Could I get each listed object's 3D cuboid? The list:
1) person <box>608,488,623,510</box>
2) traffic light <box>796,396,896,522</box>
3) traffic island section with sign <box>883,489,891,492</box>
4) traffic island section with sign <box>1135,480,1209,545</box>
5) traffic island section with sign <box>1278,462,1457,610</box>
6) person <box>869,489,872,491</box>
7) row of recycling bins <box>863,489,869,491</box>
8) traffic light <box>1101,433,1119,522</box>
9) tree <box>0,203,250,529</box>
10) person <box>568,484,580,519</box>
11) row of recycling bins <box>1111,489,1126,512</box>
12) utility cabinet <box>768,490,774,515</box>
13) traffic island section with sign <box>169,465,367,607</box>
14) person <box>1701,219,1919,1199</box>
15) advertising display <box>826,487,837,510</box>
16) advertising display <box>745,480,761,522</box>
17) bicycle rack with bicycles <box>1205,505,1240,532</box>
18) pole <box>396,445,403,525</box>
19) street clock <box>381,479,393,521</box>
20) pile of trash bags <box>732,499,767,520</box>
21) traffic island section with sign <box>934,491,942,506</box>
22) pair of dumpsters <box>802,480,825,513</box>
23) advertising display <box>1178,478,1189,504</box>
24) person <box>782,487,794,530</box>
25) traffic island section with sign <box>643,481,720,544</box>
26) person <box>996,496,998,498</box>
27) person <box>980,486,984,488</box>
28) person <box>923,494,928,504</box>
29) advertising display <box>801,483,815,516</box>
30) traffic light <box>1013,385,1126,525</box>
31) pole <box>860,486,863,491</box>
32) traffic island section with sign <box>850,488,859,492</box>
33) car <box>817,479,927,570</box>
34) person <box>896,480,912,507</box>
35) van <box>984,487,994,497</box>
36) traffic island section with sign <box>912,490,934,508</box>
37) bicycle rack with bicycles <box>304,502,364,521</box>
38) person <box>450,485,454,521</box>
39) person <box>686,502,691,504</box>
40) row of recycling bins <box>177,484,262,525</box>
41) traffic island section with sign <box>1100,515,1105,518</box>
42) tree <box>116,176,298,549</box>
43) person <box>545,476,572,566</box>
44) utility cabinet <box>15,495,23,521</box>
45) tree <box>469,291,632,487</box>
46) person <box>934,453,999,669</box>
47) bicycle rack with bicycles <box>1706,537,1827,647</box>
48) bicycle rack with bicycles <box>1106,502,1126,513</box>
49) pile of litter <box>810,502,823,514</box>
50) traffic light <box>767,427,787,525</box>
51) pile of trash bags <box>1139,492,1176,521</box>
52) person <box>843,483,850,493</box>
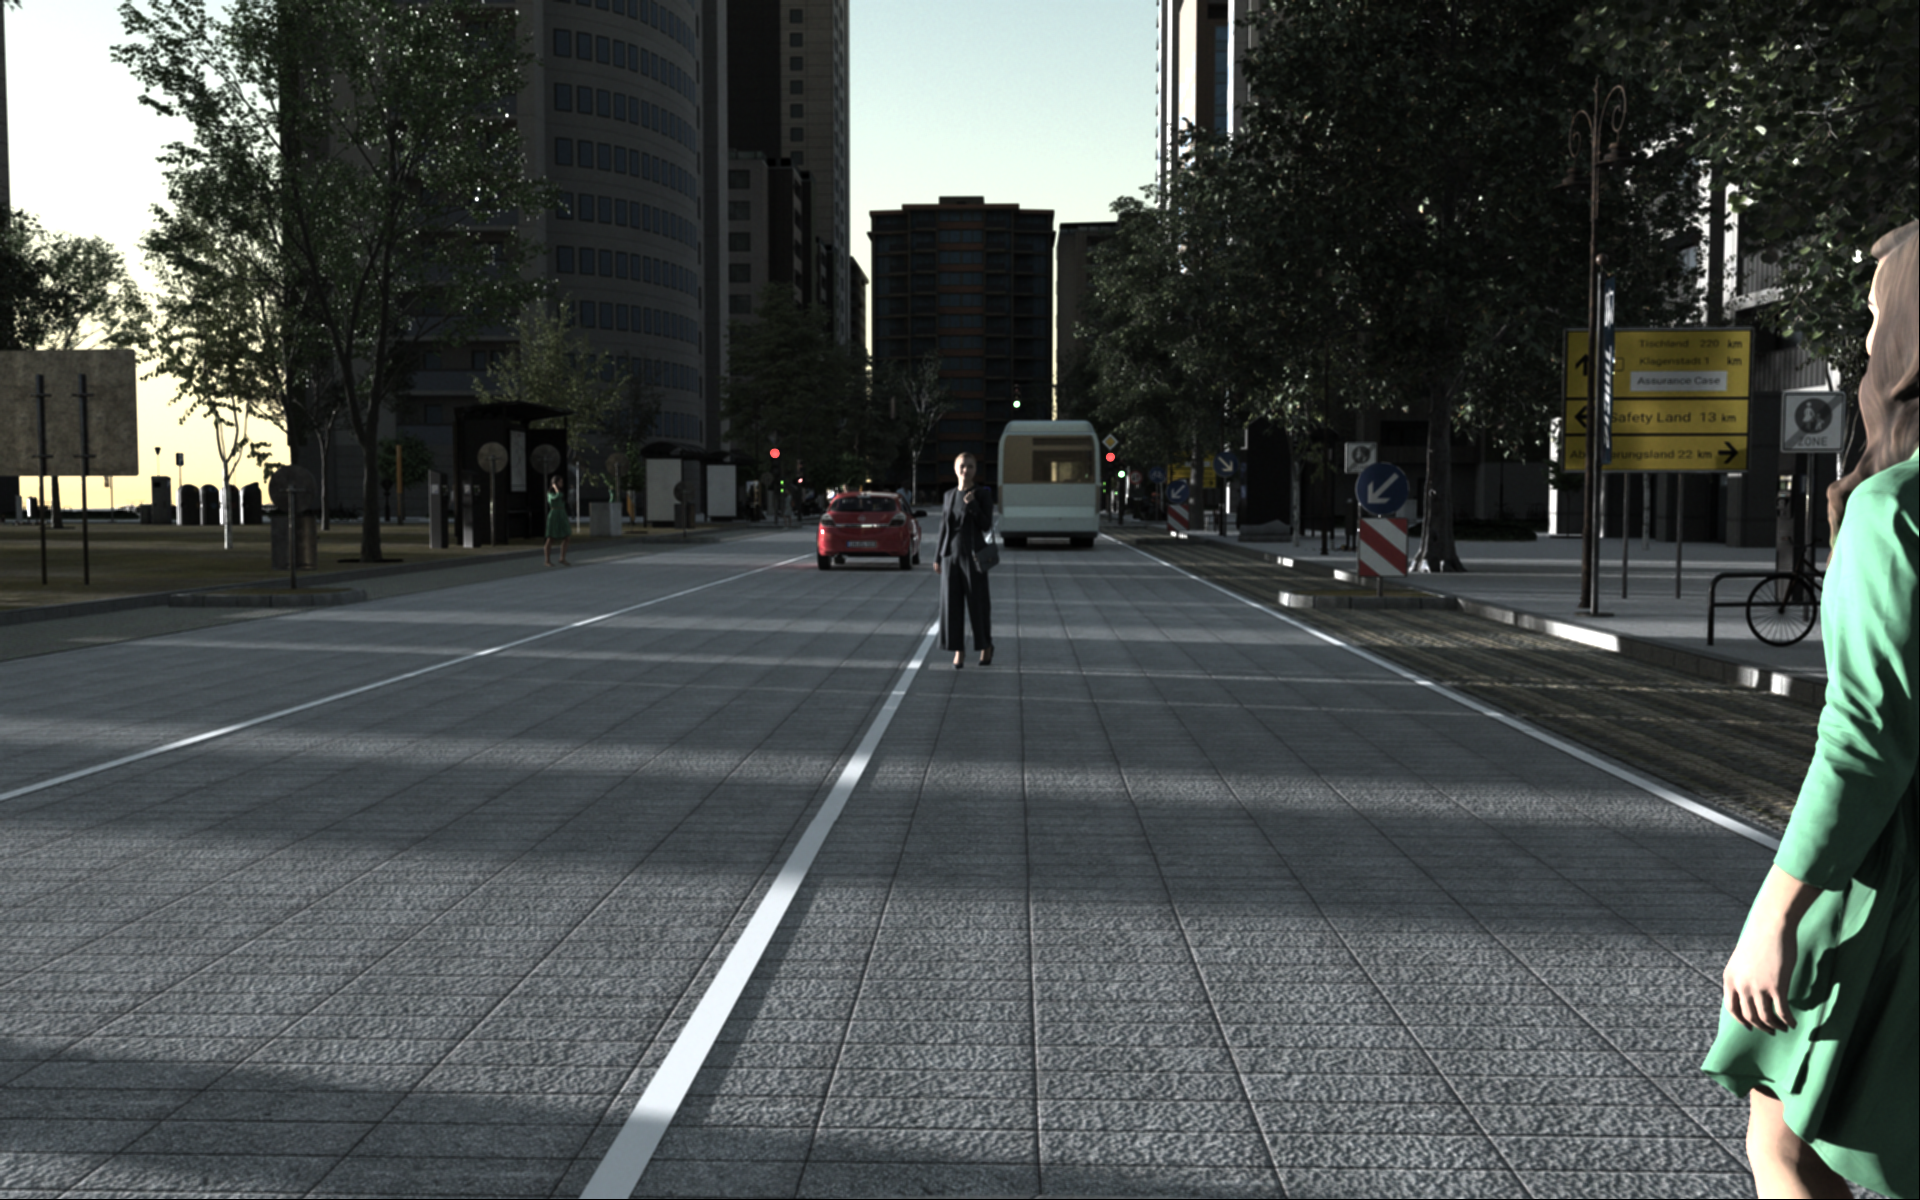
[{"bbox_3d":[-13.734,-3.831,68.922,0.600,1.795,0.529,-3,5,-42],"label":"person"},{"bbox_3d":[-5.345,-6.471,80.463,4.771,5.953,1.251,0,4,2],"label":"traffic light"},{"bbox_3d":[-5.554,-7.561,132.242,1.989,1.847,2.006,0,4,2],"label":"traffic island section with sign"},{"bbox_3d":[6.016,-2.485,49.252,1.989,1.847,2.006,0,4,2],"label":"traffic island section with sign"},{"bbox_3d":[5.167,-0.837,22.310,1.989,1.847,2.006,0,4,2],"label":"traffic island section with sign"},{"bbox_3d":[-6.410,-6.603,116.675,1.509,1.804,0.699,2,4,24],"label":"person"},{"bbox_3d":[-8.226,-8.362,143.825,1.069,1.692,3.534,-1,4,-17],"label":"row of recycling bins"},{"bbox_3d":[6.916,-5.575,80.066,0.839,4.253,0.868,0,4,2],"label":"traffic light"},{"bbox_3d":[-33.648,-8.446,63.852,9.928,11.665,9.643,0,3,0],"label":"tree"},{"bbox_3d":[-19.717,-5.023,88.283,0.709,1.813,0.853,1,4,14],"label":"person"},{"bbox_3d":[11.593,-7.310,126.623,1.069,1.692,3.534,1,4,8],"label":"row of recycling bins"},{"bbox_3d":[-11.328,-5.825,103.913,0.318,1.500,1.173,0,4,-2],"label":"utility cabinet"},{"bbox_3d":[-8.947,-0.861,22.704,1.989,1.847,2.006,0,4,2],"label":"traffic island section with sign"},{"bbox_3d":[1.291,0.397,2.258,0.600,1.795,0.529,-3,4,-38],"label":"person"},{"bbox_3d":[-9.300,-7.353,125.440,0.974,1.923,0.123,3,5,41],"label":"advertising display"},{"bbox_3d":[-9.540,-4.568,79.904,0.974,1.923,0.123,3,5,44],"label":"advertising display"},{"bbox_3d":[9.400,-2.780,58.835,2.852,0.926,2.925,0,4,7],"label":"bicycle rack with bicycles"},{"bbox_3d":[-23.236,-4.768,71.807,0.158,3.312,0.155,0,3,0],"label":"pole"},{"bbox_3d":[-26.813,-4.678,81.055,0.471,2.002,0.358,-3,4,-38],"label":"street clock"},{"bbox_3d":[-11.101,-4.747,87.361,1.912,1.369,3.447,-2,4,-25],"label":"pile of trash bags"},{"bbox_3d":[-3.152,-12.300,209.725,1.989,1.847,2.006,0,4,2],"label":"traffic island section with sign"},{"bbox_3d":[-9.967,-6.877,114.926,1.574,2.255,4.437,0,4,2],"label":"pair of dumpsters"},{"bbox_3d":[9.140,-4.011,70.795,0.123,1.923,0.974,-1,4,-13],"label":"advertising display"},{"bbox_3d":[-6.895,-3.674,69.573,0.522,1.701,0.512,0,4,-3],"label":"person"},{"bbox_3d":[-8.068,-2.564,50.551,1.989,1.847,2.006,0,4,2],"label":"traffic island section with sign"},{"bbox_3d":[4.508,-10.971,187.975,1.348,1.812,0.705,2,4,29],"label":"person"},{"bbox_3d":[1.008,-4.548,82.967,0.850,1.850,0.679,-2,4,-28],"label":"person"},{"bbox_3d":[-4.963,-13.955,236.661,1.348,1.824,0.705,1,4,13],"label":"person"},{"bbox_3d":[-8.944,-5.871,101.203,0.974,1.923,0.123,-2,4,-31],"label":"advertising display"},{"bbox_3d":[4.576,-5.954,72.008,4.771,5.953,1.251,0,4,2],"label":"traffic light"},{"bbox_3d":[-7.500,-8.418,131.477,0.158,3.312,0.155,0,3,0],"label":"pole"},{"bbox_3d":[-6.390,-5.913,105.300,1.989,1.847,2.006,0,4,2],"label":"traffic island section with sign"},{"bbox_3d":[-1.748,-1.538,34.193,2.155,1.783,4.494,0,4,2],"label":"car"},{"bbox_3d":[-1.472,-2.188,44.533,0.793,1.790,0.793,1,4,11],"label":"person"},{"bbox_3d":[1.848,-9.050,152.354,2.240,2.365,5.245,0,4,1],"label":"van"},{"bbox_3d":[-4.001,-10.624,182.329,1.989,1.847,2.006,0,4,2],"label":"traffic island section with sign"},{"bbox_3d":[-29.490,-4.170,81.563,2.925,0.926,2.852,-1,4,-11],"label":"bicycle rack with bicycles"},{"bbox_3d":[-23.781,-4.615,82.165,0.598,1.740,0.731,1,4,18],"label":"person"},{"bbox_3d":[-16.198,-5.924,102.857,0.822,1.834,0.622,-3,5,-41],"label":"person"},{"bbox_3d":[-31.063,-4.007,72.630,1.069,1.692,3.534,3,5,39],"label":"row of recycling bins"},{"bbox_3d":[7.718,-5.884,104.828,1.989,1.847,2.006,0,4,2],"label":"traffic island section with sign"},{"bbox_3d":[-17.160,-5.495,40.201,4.737,8.622,4.395,0,3,0],"label":"tree"},{"bbox_3d":[-7.968,-1.560,34.256,0.529,1.795,0.600,1,4,13],"label":"person"},{"bbox_3d":[-45.328,-4.422,83.462,0.306,1.237,1.020,-2,4,-28],"label":"utility cabinet"},{"bbox_3d":[-14.246,-6.851,62.378,4.737,8.622,4.395,0,3,0],"label":"tree"},{"bbox_3d":[0.043,-0.334,14.378,0.576,1.772,0.534,1,4,10],"label":"person"},{"bbox_3d":[7.597,-0.032,13.903,2.925,0.926,2.852,-1,4,-11],"label":"bicycle rack with bicycles"},{"bbox_3d":[11.132,-6.199,114.741,2.925,0.926,2.852,-3,4,-37],"label":"bicycle rack with bicycles"},{"bbox_3d":[-9.223,-5.919,110.736,1.719,0.858,1.176,2,4,27],"label":"pile of litter"},{"bbox_3d":[-7.685,-5.113,72.511,0.839,4.253,0.868,0,4,2],"label":"traffic light"},{"bbox_3d":[9.478,-4.452,82.545,1.912,1.369,3.447,0,4,-2],"label":"pile of trash bags"},{"bbox_3d":[-3.872,-3.048,58.604,0.520,1.790,0.573,1,4,10],"label":"person"}]
